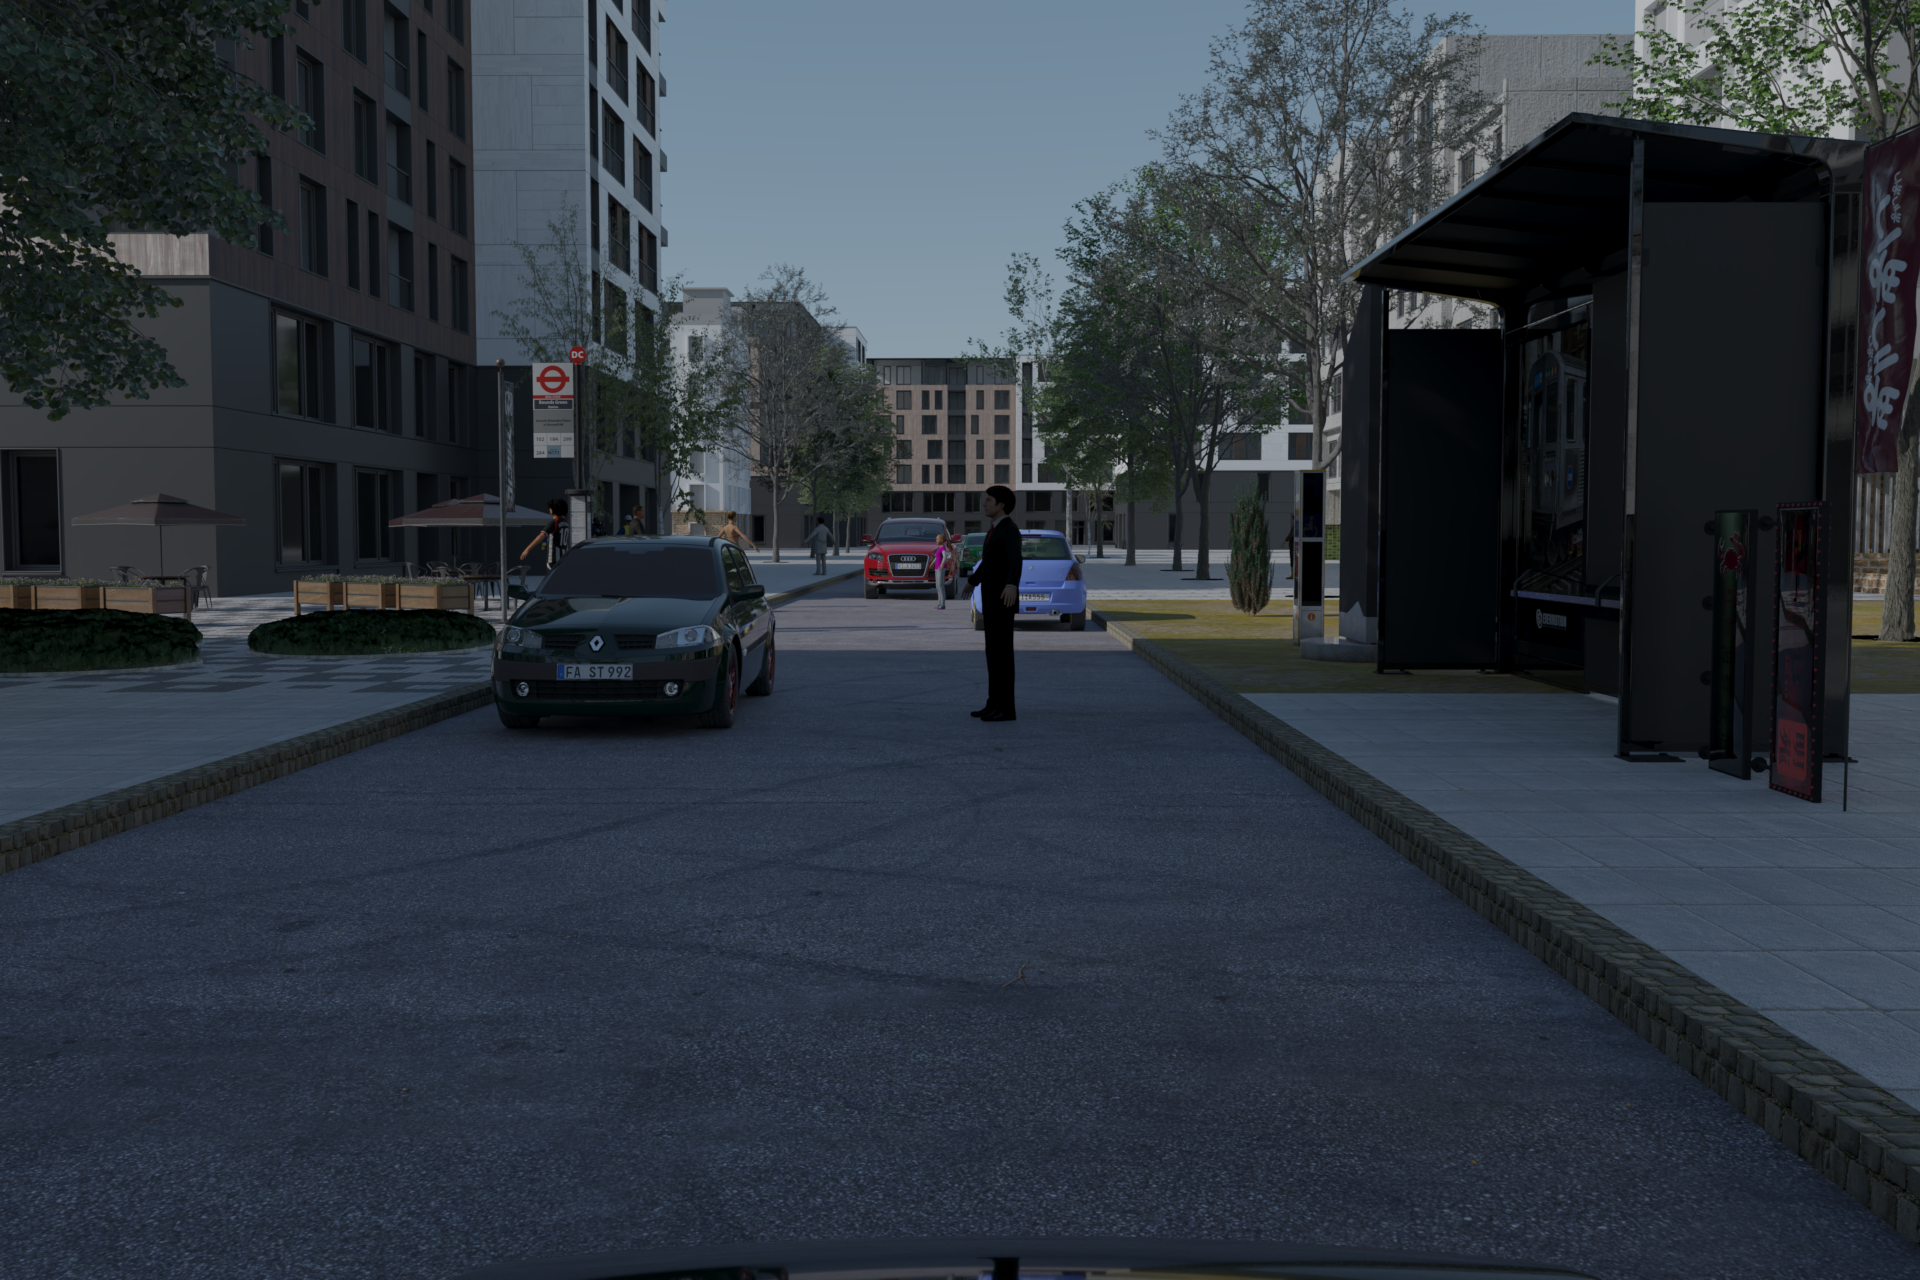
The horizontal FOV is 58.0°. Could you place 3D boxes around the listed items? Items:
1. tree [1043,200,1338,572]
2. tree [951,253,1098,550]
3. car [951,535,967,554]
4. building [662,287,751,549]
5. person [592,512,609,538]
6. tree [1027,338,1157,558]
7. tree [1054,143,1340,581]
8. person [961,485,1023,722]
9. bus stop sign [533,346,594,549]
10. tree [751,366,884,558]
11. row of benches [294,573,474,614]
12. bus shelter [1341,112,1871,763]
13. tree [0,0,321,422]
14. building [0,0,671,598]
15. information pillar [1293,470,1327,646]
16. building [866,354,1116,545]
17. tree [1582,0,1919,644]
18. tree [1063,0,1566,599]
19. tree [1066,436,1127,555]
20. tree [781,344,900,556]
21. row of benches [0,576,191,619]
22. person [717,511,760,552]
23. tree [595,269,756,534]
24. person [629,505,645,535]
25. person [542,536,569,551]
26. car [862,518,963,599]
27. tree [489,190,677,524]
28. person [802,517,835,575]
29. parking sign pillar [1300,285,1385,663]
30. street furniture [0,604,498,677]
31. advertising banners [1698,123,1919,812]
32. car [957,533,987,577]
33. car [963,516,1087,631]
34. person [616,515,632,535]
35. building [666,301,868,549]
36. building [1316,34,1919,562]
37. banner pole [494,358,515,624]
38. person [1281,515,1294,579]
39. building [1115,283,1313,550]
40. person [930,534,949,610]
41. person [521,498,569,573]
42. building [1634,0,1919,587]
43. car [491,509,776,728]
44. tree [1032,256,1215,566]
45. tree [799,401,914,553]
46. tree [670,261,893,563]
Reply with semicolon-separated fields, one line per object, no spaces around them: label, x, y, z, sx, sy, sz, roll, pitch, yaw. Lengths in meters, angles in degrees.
tree;7.615;-9.107;59.272;12.009;13.543;11.850;0;3;0
tree;6.138;-16.009;117.634;12.611;20.169;13.585;0;3;0
car;0.063;-5.116;96.007;2.083;1.381;4.827;0;4;1
building;-22.845;-16.984;134.111;16.016;20.090;11.380;0;4;0
person;-9.002;-2.290;43.229;0.705;1.856;1.354;1;4;23
tree;7.378;-10.186;92.303;9.928;11.665;9.643;0;3;0
tree;6.644;-7.458;47.693;9.928;11.665;9.643;0;3;0
person;0.276;-0.290;13.387;0.705;1.806;1.347;-1;4;-14
bus stop sign;-5.637;-2.200;24.679;0.855;3.939;0.416;0;4;2
tree;-7.485;-9.610;91.533;7.601;10.594;8.767;-1;4;-11
row of benches;-8.779;-0.668;26.381;4.104;0.672;1.422;3;5;40
bus shelter;4.295;-1.315;12.780;1.731;3.624;6.357;0;4;1
tree;-8.859;-6.487;12.710;9.857;13.997;8.962;0;3;0
building;-25.254;-12.626;50.409;27.936;21.610;32.646;0;4;1
information pillar;4.013;-0.942;19.896;0.304;2.012;0.304;0;4;-1
building;4.524;-22.216;209.663;32.646;21.610;27.936;0;4;1
tree;11.271;-5.787;20.374;9.928;11.665;9.643;0;3;0
tree;7.309;-7.594;34.526;12.009;13.543;11.850;0;3;0
tree;7.971;-9.677;108.588;4.360;8.622;3.978;0;3;0
tree;-7.279;-11.319;103.197;7.486;12.596;7.792;0;3;0
row of benches;-12.728;-0.572;24.819;4.104;0.672;1.422;2;4;26
person;-4.362;-1.645;33.695;1.217;1.733;0.721;3;4;39
tree;-8.229;-6.019;48.777;4.737;8.622;4.395;0;3;0
person;-5.812;-1.543;31.449;0.704;1.802;1.346;-2;4;-25
person;-8.640;-1.905;37.610;0.721;1.772;1.216;2;4;32
car;-1.071;-1.905;39.818;2.281;1.827;5.304;0;4;1
tree;-8.556;-5.364;38.072;4.360;8.622;3.978;0;3;0
person;-4.358;-2.923;53.977;0.705;1.806;1.347;3;5;45
parking sign pillar;4.258;-1.794;17.812;1.447;3.967;1.447;0;4;0
street furniture;-10.469;-0.187;18.684;10.072;0.657;5.734;1;4;12
advertising banners;4.094;-0.749;8.430;0.090;3.025;2.074;0;4;1
car;0.876;-3.054;58.725;1.959;1.807;4.718;0;4;1
car;1.018;-1.065;27.000;1.945;1.707;3.694;0;4;-1
person;-9.690;-2.728;50.575;1.349;1.833;0.705;-3;5;-40
building;-24.196;-19.870;168.850;27.936;21.610;32.646;0;4;1
building;25.685;-12.453;70.056;16.747;18.905;31.486;0;4;1
banner pole;-6.535;-2.139;24.995;0.401;3.779;0.863;0;4;1
person;9.465;-2.632;49.164;0.704;1.812;1.346;2;4;32
building;27.702;-19.037;155.226;27.936;21.610;32.646;0;4;1
person;-0.426;-1.294;32.875;0.599;1.433;0.991;-1;4;-13
person;-6.194;-1.249;26.569;0.704;1.843;1.345;2;4;28
building;24.638;-11.767;48.811;16.016;20.090;11.380;0;4;0
car;-2.519;-0.258;14.010;2.009;1.686;4.222;0;4;0
tree;6.821;-9.303;70.228;7.486;12.596;7.792;0;3;0
tree;-7.529;-11.117;116.178;8.767;10.594;7.601;-1;4;-15
tree;-8.110;-10.209;77.284;12.009;13.543;11.850;0;3;0
